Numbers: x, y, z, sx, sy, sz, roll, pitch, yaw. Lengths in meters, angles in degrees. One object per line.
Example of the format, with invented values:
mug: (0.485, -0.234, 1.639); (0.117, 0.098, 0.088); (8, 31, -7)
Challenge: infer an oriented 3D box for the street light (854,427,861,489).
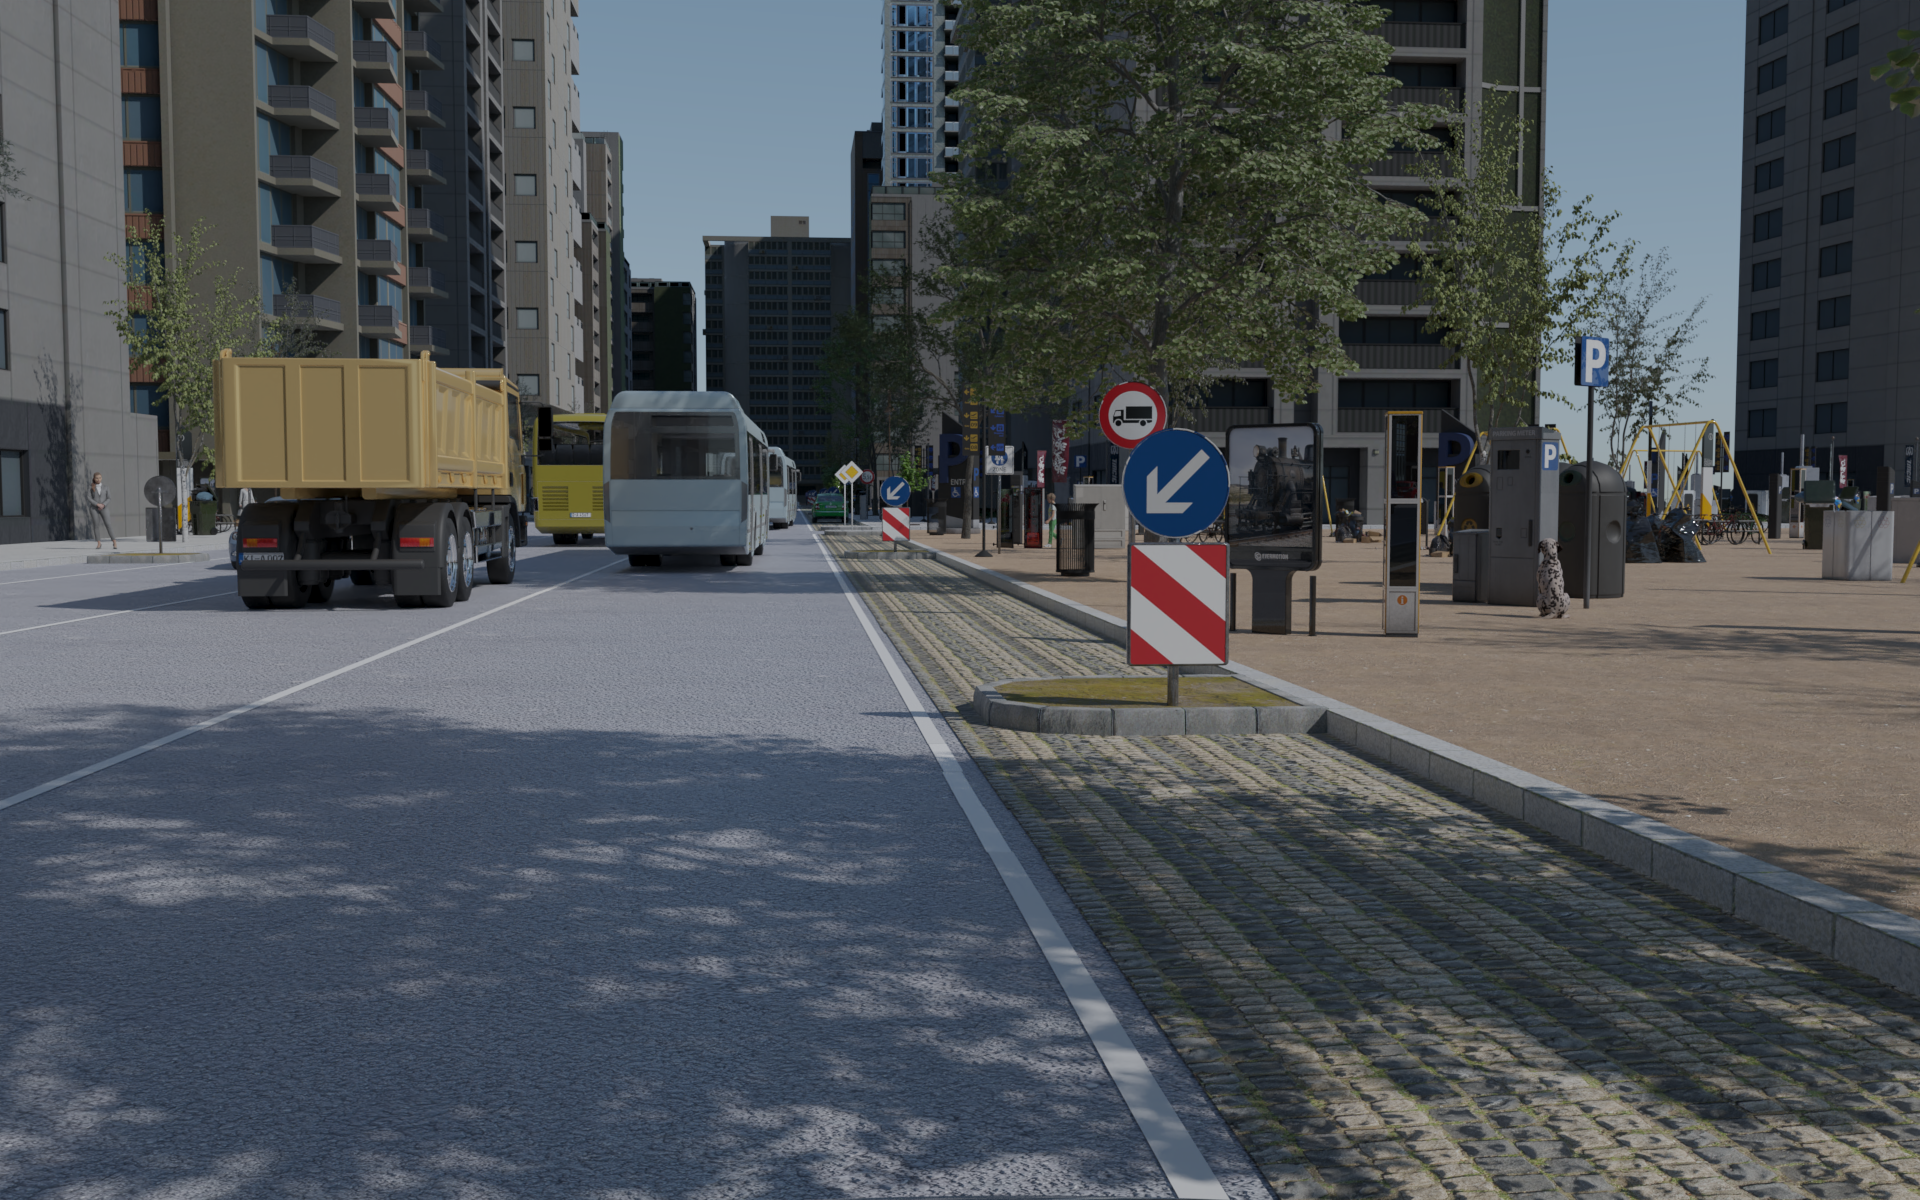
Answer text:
street light: (-6.487, -8.319, 108.798); (0.468, 5.910, 1.993); (0, 4, -6)

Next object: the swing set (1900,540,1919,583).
swing set: (15.236, -1.592, 23.647); (2.862, 2.851, 3.119); (-1, 4, -9)

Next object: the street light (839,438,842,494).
street light: (-9.840, -10.414, 143.060); (0.468, 5.910, 1.993); (0, 4, -6)

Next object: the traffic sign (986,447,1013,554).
traffic sign: (0.840, -2.132, 36.983); (0.606, 2.300, 0.079); (0, 4, -1)

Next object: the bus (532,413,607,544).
bus: (-10.674, -3.717, 52.324); (2.896, 3.916, 12.252); (0, 4, -5)

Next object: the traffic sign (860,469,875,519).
traffic sign: (-4.762, -5.431, 88.898); (0.768, 2.556, 0.104); (0, 4, -1)

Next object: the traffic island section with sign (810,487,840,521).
traffic island section with sign: (-6.912, -5.162, 93.023); (1.989, 1.847, 2.006); (0, 4, -6)

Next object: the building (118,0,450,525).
building: (-37.657, -26.241, 83.661); (22.147, 44.769, 28.867); (0, 4, -6)

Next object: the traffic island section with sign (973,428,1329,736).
traffic island section with sign: (1.118, -0.154, 11.153); (1.989, 1.847, 2.006); (0, 4, -6)

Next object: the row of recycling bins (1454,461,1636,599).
row of recycling bins: (7.622, -0.965, 22.894); (1.069, 1.692, 3.534); (-1, 4, -10)

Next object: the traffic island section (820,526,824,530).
traffic island section: (-4.511, -2.829, 68.541); (2.009, 0.180, 2.903); (0, 4, -6)

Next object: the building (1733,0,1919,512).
building: (55.219, -39.714, 87.570); (20.611, 71.187, 20.563); (0, 4, -6)

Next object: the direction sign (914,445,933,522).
direction sign: (-1.676, -5.407, 80.403); (0.876, 3.537, 0.379); (0, 4, 7)

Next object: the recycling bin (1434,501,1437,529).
recycling bin: (16.781, -2.870, 59.475); (0.722, 1.027, 0.722); (-2, 4, -24)

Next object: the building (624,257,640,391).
building: (-46.482, -26.615, 206.861); (14.107, 30.474, 14.160); (0, 4, -6)

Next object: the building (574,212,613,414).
building: (-43.107, -24.714, 175.770); (14.160, 30.474, 14.107); (0, 4, -6)

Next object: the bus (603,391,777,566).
bus: (-5.604, -2.613, 37.589); (2.948, 3.499, 13.247); (0, 4, -4)

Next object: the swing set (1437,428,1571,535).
swing set: (13.569, -2.740, 42.412); (2.862, 2.851, 3.119); (-1, 4, -18)

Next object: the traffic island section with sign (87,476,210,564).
traffic island section with sign: (-17.078, -1.714, 36.646); (1.989, 1.847, 2.006); (0, 4, -6)

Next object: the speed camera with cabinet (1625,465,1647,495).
speed camera with cabinet: (45.773, -7.470, 116.471); (2.038, 3.252, 0.660); (2, 4, 24)

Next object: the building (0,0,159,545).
building: (-34.372, -36.871, 41.088); (20.611, 71.187, 20.563); (0, 4, -6)

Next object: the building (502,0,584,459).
building: (-48.315, -34.474, 152.883); (28.713, 52.752, 27.495); (0, 4, -6)

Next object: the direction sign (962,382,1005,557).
direction sign: (0.487, -2.646, 35.266); (0.876, 3.537, 0.379); (0, 4, -6)

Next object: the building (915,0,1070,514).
building: (12.696, -26.211, 120.438); (32.217, 40.220, 23.993); (0, 4, -6)

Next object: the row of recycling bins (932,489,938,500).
row of recycling bins: (-1.169, -7.855, 135.548); (3.534, 1.692, 1.069); (0, 4, 4)

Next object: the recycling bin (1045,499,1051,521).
recycling bin: (3.853, -4.233, 81.760); (0.722, 1.027, 0.722); (2, 4, 28)

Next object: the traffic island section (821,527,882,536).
traffic island section: (-3.732, -2.343, 60.594); (2.009, 0.180, 2.903); (0, 4, -6)

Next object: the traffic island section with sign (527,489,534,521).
traffic island section with sign: (-22.554, -5.125, 92.419); (1.989, 1.847, 2.006); (0, 4, -6)

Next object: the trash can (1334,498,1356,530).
trash can: (13.220, -2.926, 59.501); (0.748, 1.137, 0.748); (0, 3, 0)

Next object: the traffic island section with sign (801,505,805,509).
traffic island section with sign: (-14.451, -9.858, 169.811); (1.989, 1.847, 2.006); (0, 4, -6)

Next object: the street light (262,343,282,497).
street light: (-21.067, -4.918, 53.197); (0.468, 5.910, 1.993); (0, 4, -6)

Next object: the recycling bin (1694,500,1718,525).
recycling bin: (31.047, -3.643, 72.125); (0.722, 1.027, 0.722); (0, 4, 1)

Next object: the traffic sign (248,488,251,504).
traffic sign: (-20.596, -3.064, 50.202); (0.768, 2.556, 0.104); (0, 4, -3)

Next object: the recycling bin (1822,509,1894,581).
recycling bin: (13.427, -0.817, 25.911); (0.722, 1.027, 0.722); (0, 4, -1)

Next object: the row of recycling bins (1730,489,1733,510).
row of recycling bins: (47.011, -5.923, 103.956); (1.069, 1.692, 3.534); (1, 4, 11)

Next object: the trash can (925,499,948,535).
trash can: (-0.728, -2.580, 53.838); (0.748, 1.137, 0.748); (0, 3, 0)

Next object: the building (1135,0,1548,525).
building: (16.816, -39.253, 80.043); (20.611, 71.187, 20.563); (0, 4, -6)

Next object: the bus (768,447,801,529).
bus: (-8.464, -4.854, 74.223); (2.948, 3.499, 13.247); (0, 4, -4)

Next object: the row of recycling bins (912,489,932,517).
row of recycling bins: (-2.497, -5.707, 100.415); (1.069, 1.692, 3.534); (0, 4, -8)

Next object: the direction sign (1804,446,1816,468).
direction sign: (40.347, -5.521, 82.272); (0.379, 3.537, 0.876); (0, 4, -5)

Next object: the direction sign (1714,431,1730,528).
direction sign: (27.696, -4.342, 62.994); (0.379, 3.537, 0.876); (-1, 4, -9)

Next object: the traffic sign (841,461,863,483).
traffic sign: (-3.754, -3.567, 60.509); (0.795, 2.593, 0.064); (0, 4, -6)

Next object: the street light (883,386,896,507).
street light: (-3.028, -6.209, 74.304); (0.468, 5.910, 1.993); (0, 4, -6)

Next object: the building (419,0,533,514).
building: (-39.680, -41.468, 116.259); (20.563, 71.187, 20.611); (0, 4, -6)

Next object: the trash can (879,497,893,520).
trash can: (-3.401, -4.213, 80.528); (0.748, 1.137, 0.748); (0, 3, 0)

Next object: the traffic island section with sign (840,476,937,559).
traffic island section with sign: (-1.593, -1.842, 38.739); (1.989, 1.847, 2.006); (0, 4, -6)

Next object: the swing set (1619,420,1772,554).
swing set: (15.793, -2.474, 38.063); (2.862, 2.851, 3.119); (0, 4, -6)

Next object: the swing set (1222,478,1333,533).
swing set: (10.440, -3.681, 57.809); (3.119, 2.851, 2.862); (-1, 4, -11)

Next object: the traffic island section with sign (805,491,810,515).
traffic island section with sign: (-9.538, -6.803, 119.851); (1.989, 1.847, 2.006); (0, 4, -6)

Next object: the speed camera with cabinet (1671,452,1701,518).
speed camera with cabinet: (32.820, -5.102, 77.759); (2.038, 3.252, 0.660); (-2, 4, -33)

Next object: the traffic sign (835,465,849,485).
traffic sign: (-4.534, -4.053, 68.456); (0.795, 2.593, 0.064); (0, 4, -6)

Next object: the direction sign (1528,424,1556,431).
direction sign: (18.793, -3.917, 56.042); (0.876, 3.537, 0.379); (2, 4, 28)

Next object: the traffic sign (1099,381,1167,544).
traffic sign: (1.953, -1.195, 19.648); (0.768, 2.556, 0.104); (0, 4, 4)

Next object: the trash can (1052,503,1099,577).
trash can: (1.803, -0.943, 27.068); (0.748, 1.137, 0.748); (0, 3, 0)

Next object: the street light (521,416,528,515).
street light: (-25.834, -7.915, 102.198); (0.468, 5.910, 1.993); (0, 4, -6)
